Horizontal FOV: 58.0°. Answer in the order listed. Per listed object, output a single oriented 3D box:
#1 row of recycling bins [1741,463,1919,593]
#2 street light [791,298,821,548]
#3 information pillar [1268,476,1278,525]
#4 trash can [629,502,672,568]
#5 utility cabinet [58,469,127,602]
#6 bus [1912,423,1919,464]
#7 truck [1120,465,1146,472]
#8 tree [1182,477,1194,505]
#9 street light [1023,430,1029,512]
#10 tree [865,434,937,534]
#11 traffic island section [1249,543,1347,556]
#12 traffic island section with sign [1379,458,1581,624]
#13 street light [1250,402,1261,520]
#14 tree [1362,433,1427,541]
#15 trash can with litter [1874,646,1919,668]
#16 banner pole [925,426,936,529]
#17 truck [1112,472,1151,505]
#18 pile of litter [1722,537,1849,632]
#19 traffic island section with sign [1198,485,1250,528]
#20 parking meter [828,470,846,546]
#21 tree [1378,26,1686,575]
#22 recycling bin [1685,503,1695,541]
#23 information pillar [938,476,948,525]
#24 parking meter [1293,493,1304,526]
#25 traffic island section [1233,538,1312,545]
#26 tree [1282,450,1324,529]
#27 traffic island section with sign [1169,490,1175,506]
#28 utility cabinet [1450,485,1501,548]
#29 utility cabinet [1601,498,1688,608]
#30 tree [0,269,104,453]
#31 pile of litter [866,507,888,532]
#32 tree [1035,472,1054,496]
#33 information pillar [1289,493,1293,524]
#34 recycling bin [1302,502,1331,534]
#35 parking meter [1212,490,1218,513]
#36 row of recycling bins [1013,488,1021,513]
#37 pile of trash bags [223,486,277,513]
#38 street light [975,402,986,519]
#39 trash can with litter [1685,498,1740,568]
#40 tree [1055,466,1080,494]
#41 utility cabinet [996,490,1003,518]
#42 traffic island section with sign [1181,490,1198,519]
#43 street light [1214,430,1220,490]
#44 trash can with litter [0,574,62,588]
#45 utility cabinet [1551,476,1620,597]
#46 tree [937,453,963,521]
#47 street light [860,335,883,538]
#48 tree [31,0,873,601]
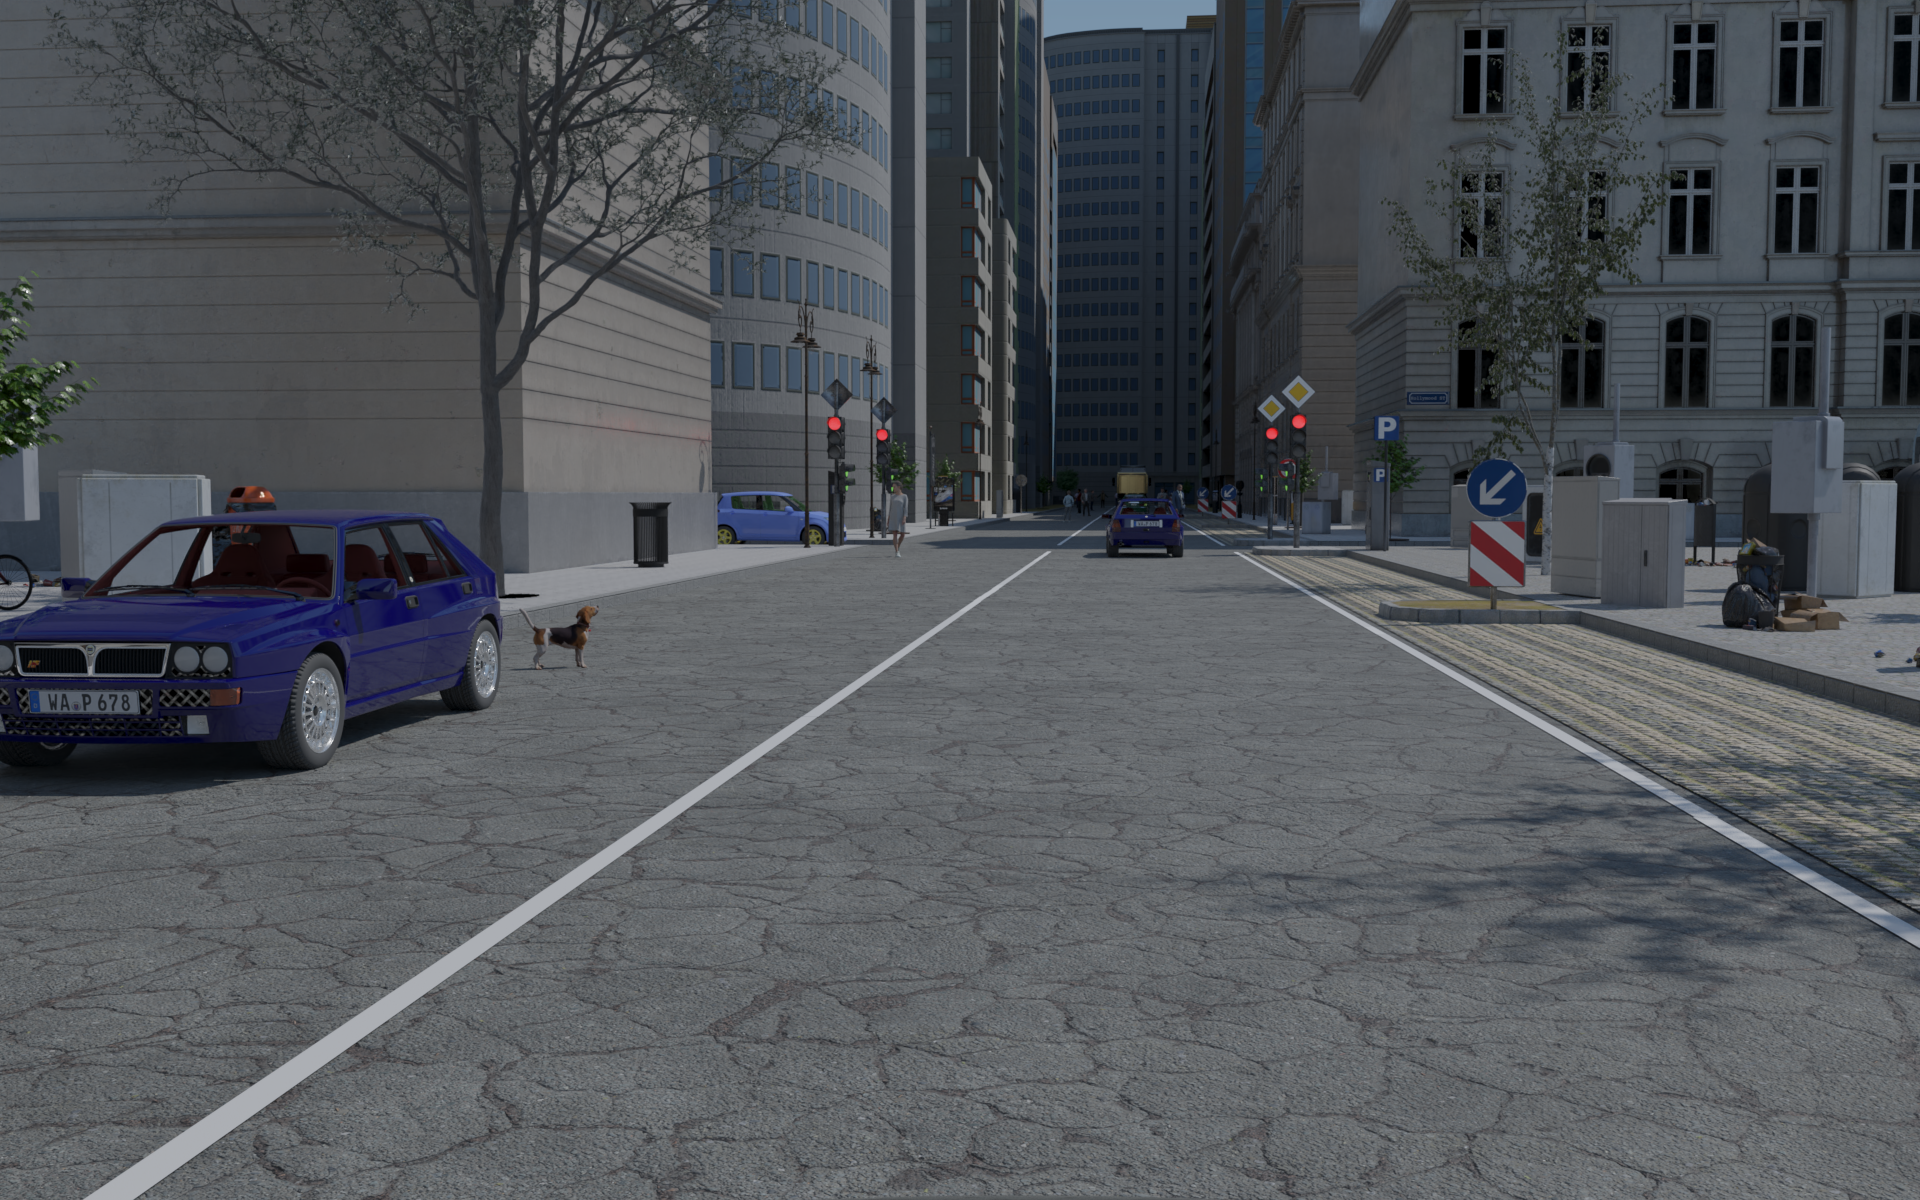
[{"bbox_3d":[12.295,-0.970,22.978,3.534,1.692,1.069,0,4,7],"label":"row of recycling bins"},{"bbox_3d":[-3.641,-4.177,41.085,0.468,5.910,1.993,0,4,6],"label":"street light"},{"bbox_3d":[13.038,-4.139,72.161,0.304,2.012,0.304,2,4,35],"label":"information pillar"},{"bbox_3d":[-5.424,-1.145,30.369,0.748,1.137,0.748,0,3,0],"label":"trash can"},{"bbox_3d":[-8.049,-0.455,16.125,0.318,1.500,1.173,-3,5,-41],"label":"utility cabinet"},{"bbox_3d":[31.018,-2.928,42.733,13.247,3.499,2.948,0,4,7],"label":"bus"},{"bbox_3d":[17.398,-11.326,174.098,2.839,4.237,11.283,0,4,6],"label":"truck"},{"bbox_3d":[25.674,-12.350,196.525,1.663,3.219,1.824,0,3,0],"label":"tree"},{"bbox_3d":[4.773,-9.269,124.337,0.468,5.910,1.993,0,4,6],"label":"street light"},{"bbox_3d":[-1.992,-3.725,55.501,1.663,3.219,1.824,0,3,0],"label":"tree"},{"bbox_3d":[8.015,-1.154,41.144,2.009,0.180,2.903,0,4,6],"label":"traffic island section"},{"bbox_3d":[5.908,-0.693,19.951,1.989,1.847,2.006,0,4,6],"label":"traffic island section with sign"},{"bbox_3d":[14.550,-6.896,85.544,0.468,5.910,1.993,0,4,6],"label":"street light"},{"bbox_3d":[12.008,-3.247,47.684,1.663,3.219,1.824,0,3,0],"label":"tree"},{"bbox_3d":[7.887,-0.125,13.108,1.678,1.210,2.233,3,5,42],"label":"trash can with litter"},{"bbox_3d":[-1.018,-4.491,63.440,0.401,3.779,0.863,-1,4,-17],"label":"banner pole"},{"bbox_3d":[14.885,-9.420,149.938,3.469,3.379,9.791,0,4,5],"label":"truck"},{"bbox_3d":[8.033,-0.174,16.809,1.719,0.858,1.176,-3,4,-38],"label":"pile of litter"},{"bbox_3d":[11.271,-3.972,73.566,1.989,1.847,2.006,0,4,6],"label":"traffic island section with sign"},{"bbox_3d":[-3.052,-2.275,42.911,0.399,1.863,0.255,1,4,9],"label":"parking meter"},{"bbox_3d":[9.095,-4.705,27.294,4.360,8.622,3.978,0,3,0],"label":"tree"},{"bbox_3d":[20.020,-2.179,48.176,0.722,1.027,0.722,1,4,17],"label":"recycling bin"},{"bbox_3d":[-0.699,-4.054,70.772,0.304,2.012,0.304,-2,4,-26],"label":"information pillar"},{"bbox_3d":[13.393,-3.848,68.618,0.399,1.863,0.255,2,4,23],"label":"parking meter"},{"bbox_3d":[8.809,-1.640,49.090,2.009,0.180,2.903,0,4,6],"label":"traffic island section"},{"bbox_3d":[12.809,-4.296,64.843,1.663,3.219,1.824,0,3,0],"label":"tree"},{"bbox_3d":[18.932,-8.668,150.342,1.989,1.847,2.006,0,4,6],"label":"traffic island section with sign"},{"bbox_3d":[12.048,-1.946,40.501,0.318,1.500,1.173,-3,4,-37],"label":"utility cabinet"},{"bbox_3d":[7.837,-0.534,19.899,0.306,1.237,1.020,-1,4,-23],"label":"utility cabinet"},{"bbox_3d":[-7.469,-1.105,12.670,1.663,3.219,1.824,0,3,0],"label":"tree"},{"bbox_3d":[-2.632,-2.791,59.592,1.176,0.858,1.719,-1,4,-9],"label":"pile of litter"},{"bbox_3d":[7.201,-9.347,147.427,1.663,3.219,1.824,0,3,0],"label":"tree"},{"bbox_3d":[14.275,-5.036,73.685,0.504,3.616,0.183,-3,4,-38],"label":"information pillar"},{"bbox_3d":[11.465,-2.640,55.714,0.722,1.027,0.722,3,4,36],"label":"recycling bin"},{"bbox_3d":[17.123,-6.591,116.169,0.372,1.533,0.369,0,3,0],"label":"parking meter"},{"bbox_3d":[2.463,-6.905,120.002,3.534,1.692,1.069,0,4,3],"label":"row of recycling bins"},{"bbox_3d":[-9.096,-0.667,20.657,3.447,1.369,1.912,3,5,41],"label":"pile of trash bags"},{"bbox_3d":[1.019,-7.005,87.324,0.468,5.910,1.993,0,4,6],"label":"street light"},{"bbox_3d":[13.405,-1.207,30.793,1.678,1.210,2.233,-1,4,-14],"label":"trash can with litter"},{"bbox_3d":[12.510,-13.362,202.174,4.285,4.588,4.351,0,3,0],"label":"tree"},{"bbox_3d":[2.125,-5.153,92.925,0.318,1.500,1.173,0,4,5],"label":"utility cabinet"},{"bbox_3d":[13.940,-5.612,100.389,1.989,1.847,2.006,0,4,6],"label":"traffic island section with sign"},{"bbox_3d":[18.086,-9.150,122.396,0.468,5.910,1.993,0,4,6],"label":"street light"},{"bbox_3d":[-12.513,-0.817,24.422,2.233,1.210,1.678,1,4,20],"label":"trash can with litter"},{"bbox_3d":[7.843,-0.798,21.722,0.318,1.500,1.173,0,4,-7],"label":"utility cabinet"},{"bbox_3d":[-0.650,-5.331,81.771,1.663,3.219,1.824,0,3,0],"label":"tree"},{"bbox_3d":[-2.577,-4.751,50.474,0.468,5.910,1.993,0,4,6],"label":"street light"},{"bbox_3d":[-5.656,-6.769,21.043,12.009,13.543,11.850,0,3,0],"label":"tree"}]
